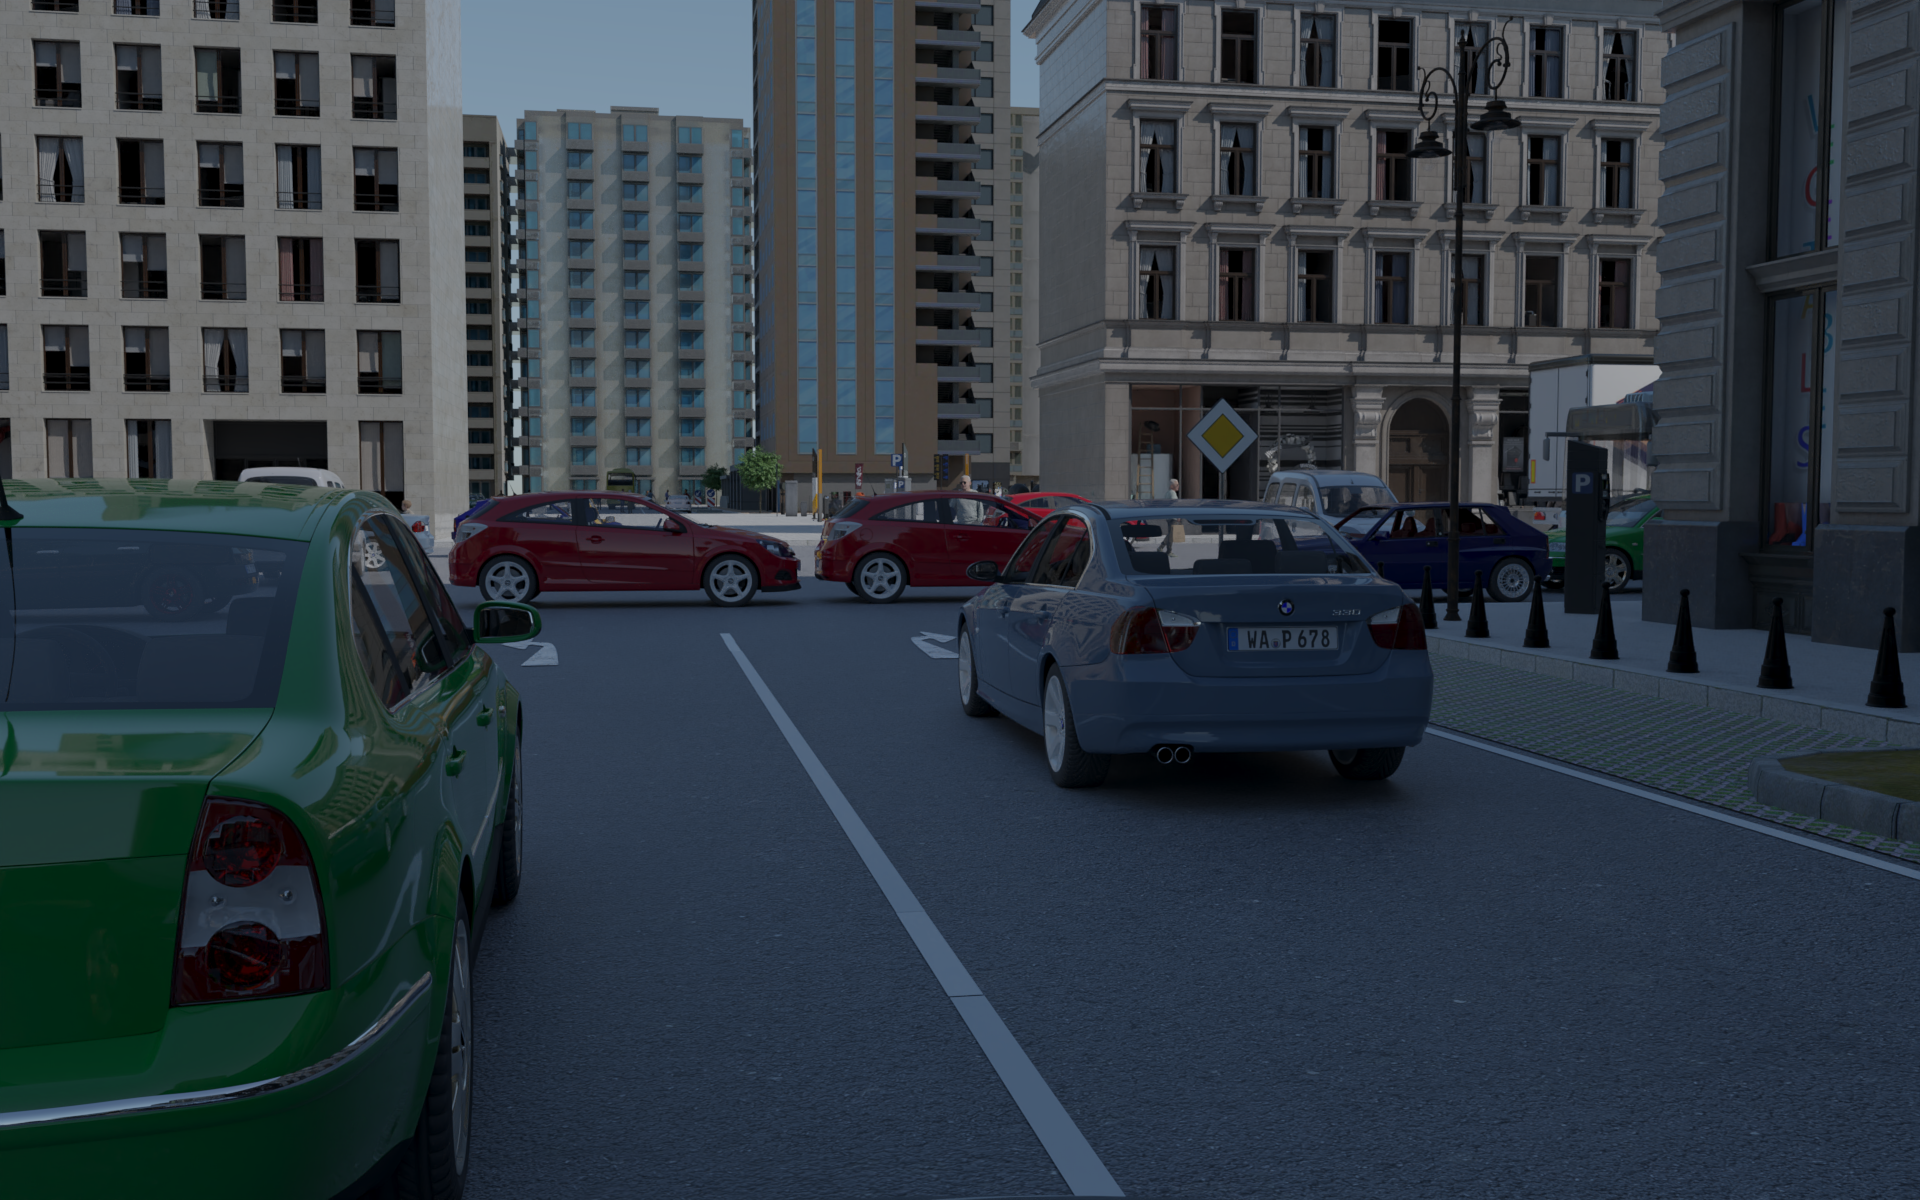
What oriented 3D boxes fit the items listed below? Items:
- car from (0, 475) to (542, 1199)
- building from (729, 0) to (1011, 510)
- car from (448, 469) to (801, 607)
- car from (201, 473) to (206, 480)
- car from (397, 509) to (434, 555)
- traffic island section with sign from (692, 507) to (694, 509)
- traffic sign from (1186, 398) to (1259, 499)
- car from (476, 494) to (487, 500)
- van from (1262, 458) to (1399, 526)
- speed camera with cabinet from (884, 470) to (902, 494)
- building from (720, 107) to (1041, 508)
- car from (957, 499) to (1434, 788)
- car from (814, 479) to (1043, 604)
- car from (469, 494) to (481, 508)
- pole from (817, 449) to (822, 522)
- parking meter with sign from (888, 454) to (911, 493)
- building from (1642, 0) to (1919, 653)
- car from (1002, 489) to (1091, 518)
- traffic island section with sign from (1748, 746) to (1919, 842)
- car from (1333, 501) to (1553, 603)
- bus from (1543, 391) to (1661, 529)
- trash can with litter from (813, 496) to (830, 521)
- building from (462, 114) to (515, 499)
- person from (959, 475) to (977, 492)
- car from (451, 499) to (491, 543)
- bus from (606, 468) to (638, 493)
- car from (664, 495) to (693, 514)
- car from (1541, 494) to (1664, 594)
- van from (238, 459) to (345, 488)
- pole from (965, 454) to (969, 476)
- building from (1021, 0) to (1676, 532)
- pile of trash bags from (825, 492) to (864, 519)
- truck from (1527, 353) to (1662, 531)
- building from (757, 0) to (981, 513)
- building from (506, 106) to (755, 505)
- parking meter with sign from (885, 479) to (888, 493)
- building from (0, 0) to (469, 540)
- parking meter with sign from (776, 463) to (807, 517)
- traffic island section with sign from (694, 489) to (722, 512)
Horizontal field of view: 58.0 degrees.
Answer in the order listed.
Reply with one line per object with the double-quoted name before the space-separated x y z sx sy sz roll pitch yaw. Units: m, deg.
"car" -2.129 0.259 4.569 1.959 1.807 4.718 -1 4 -12
"building" -8.069 -42.946 140.413 20.563 71.187 20.611 -1 4 -11
"car" -4.312 -0.822 22.480 4.494 1.783 2.155 -1 4 -9
"car" -10.294 -0.614 19.822 4.222 1.686 2.009 -1 4 -11
"car" -12.219 -1.254 32.498 4.499 1.417 2.014 -1 4 -11
"traffic island section with sign" -25.021 -9.536 164.542 1.989 1.847 2.006 -1 4 -11
"traffic sign" 2.733 -0.887 18.141 0.795 2.450 0.064 -1 4 -11
"car" -44.095 -8.920 157.644 2.131 1.459 4.920 -1 4 -12
"van" 6.299 -1.318 28.556 2.013 2.044 4.112 -1 4 -10
"speed camera with cabinet" -3.353 -6.019 92.754 0.660 3.252 2.038 2 4 27
"building" -6.386 -28.896 164.332 32.217 40.220 23.993 -1 4 -11
"car" 1.110 0.132 9.842 2.014 1.417 4.499 -1 4 -9
"car" 0.261 -0.890 23.593 4.494 1.783 2.155 -1 4 -9
"car" -42.980 -8.554 151.661 2.131 1.459 4.920 -1 4 -11
"pole" -6.411 -5.214 79.091 0.158 3.312 0.155 0 3 0
"parking meter with sign" -2.428 -4.875 75.964 0.543 3.016 1.738 1 4 21
"building" 13.328 -10.996 8.662 11.050 23.489 19.941 -1 4 -11
"car" 2.842 -2.260 45.989 4.494 1.783 2.155 -1 4 -9
"traffic island section with sign" 4.740 0.056 7.719 1.989 1.847 2.006 -1 4 -11
"car" 5.837 -0.656 23.300 3.894 1.354 1.945 -1 4 -9
"bus" 16.542 -2.202 30.870 13.247 3.499 2.948 -1 4 -11
"trash can with litter" -6.180 -4.367 82.457 1.678 1.210 2.233 1 4 13
"building" -65.914 -35.865 210.095 21.600 48.544 21.300 -1 4 -11
"person" 0.049 -1.367 31.336 0.782 1.767 0.515 0 4 -3
"car" -9.674 -1.671 39.906 3.894 1.354 1.945 -1 4 -11
"bus" -31.986 -10.540 163.867 2.896 3.916 12.252 -1 4 -10
"car" -20.290 -6.878 124.815 2.083 1.381 4.827 -1 4 -9
"car" 10.509 -1.036 25.735 4.718 1.807 1.959 -1 4 -9
"van" -10.862 -1.317 28.548 2.013 2.044 4.112 -1 4 -12
"pole" 0.353 -5.740 87.684 0.158 3.312 0.155 0 3 0
"building" 4.873 -12.602 56.948 40.483 20.767 10.553 -1 4 -11
"pile of trash bags" -5.781 -4.927 90.316 1.912 1.369 3.447 1 4 19
"truck" 17.797 -2.926 36.747 11.283 4.237 2.839 -1 4 -11
"building" -6.879 -28.929 123.094 14.600 45.320 14.200 -1 4 -11
"building" -40.556 -36.531 216.894 30.456 49.044 23.786 -1 4 -11
"parking meter with sign" -3.381 -5.521 86.530 0.543 3.016 1.738 -3 5 -42
"building" -23.800 -12.008 51.080 16.860 20.320 10.420 -1 4 -11
"parking meter with sign" -9.586 -6.255 98.537 1.738 3.016 0.543 0 4 -7
"traffic island section with sign" -19.989 -7.916 138.058 1.989 1.847 2.006 -1 4 -11
